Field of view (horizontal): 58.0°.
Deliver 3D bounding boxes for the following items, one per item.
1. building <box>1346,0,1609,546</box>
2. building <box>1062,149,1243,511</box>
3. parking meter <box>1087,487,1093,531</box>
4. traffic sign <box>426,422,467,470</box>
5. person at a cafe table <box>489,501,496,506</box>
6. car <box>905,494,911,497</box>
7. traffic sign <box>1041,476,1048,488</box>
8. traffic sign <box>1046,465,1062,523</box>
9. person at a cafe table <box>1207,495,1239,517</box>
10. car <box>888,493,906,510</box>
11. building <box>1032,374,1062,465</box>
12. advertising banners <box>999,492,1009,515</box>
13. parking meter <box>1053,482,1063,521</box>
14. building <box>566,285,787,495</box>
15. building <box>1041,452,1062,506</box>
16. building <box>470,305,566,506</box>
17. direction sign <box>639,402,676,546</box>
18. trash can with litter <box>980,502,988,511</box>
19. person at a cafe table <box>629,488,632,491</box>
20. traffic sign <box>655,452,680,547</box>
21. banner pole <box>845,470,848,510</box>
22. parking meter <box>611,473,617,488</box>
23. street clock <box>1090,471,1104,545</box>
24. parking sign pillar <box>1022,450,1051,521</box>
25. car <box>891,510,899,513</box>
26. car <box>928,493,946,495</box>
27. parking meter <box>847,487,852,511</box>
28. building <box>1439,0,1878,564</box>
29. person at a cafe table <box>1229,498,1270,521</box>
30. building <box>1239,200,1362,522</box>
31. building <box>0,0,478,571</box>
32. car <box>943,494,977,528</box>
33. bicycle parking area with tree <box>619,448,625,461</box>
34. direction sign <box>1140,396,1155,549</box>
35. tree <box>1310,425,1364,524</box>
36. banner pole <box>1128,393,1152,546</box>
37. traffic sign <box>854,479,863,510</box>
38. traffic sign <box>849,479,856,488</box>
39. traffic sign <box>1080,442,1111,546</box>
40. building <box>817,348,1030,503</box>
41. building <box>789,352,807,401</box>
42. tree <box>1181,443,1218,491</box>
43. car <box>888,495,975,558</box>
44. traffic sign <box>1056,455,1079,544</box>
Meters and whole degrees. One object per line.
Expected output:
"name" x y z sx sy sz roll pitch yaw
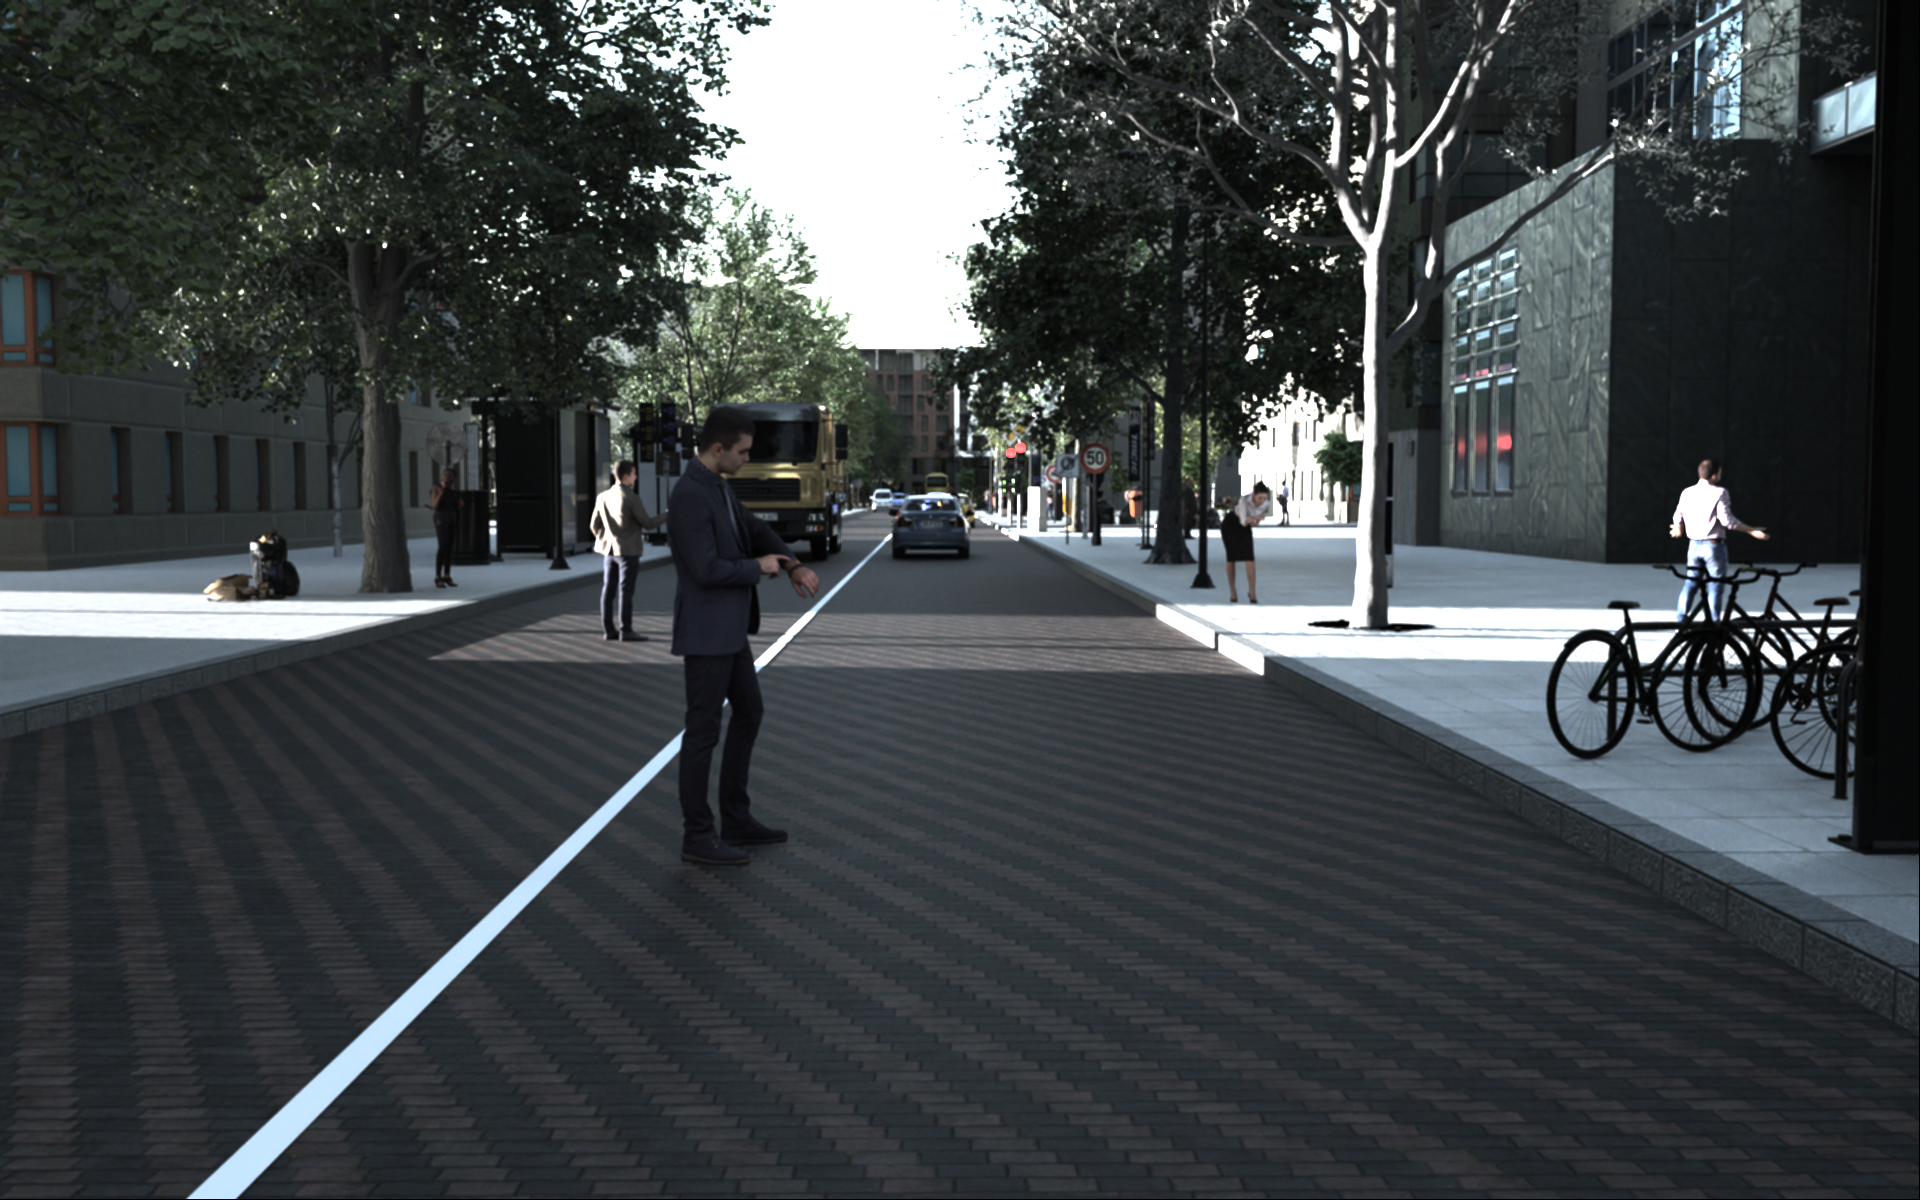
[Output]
"building" 18.102 -16.933 48.553 14.160 30.474 14.107 0 4 -1
"building" 15.156 -27.906 139.857 14.154 41.232 14.086 0 4 -1
"parking meter" 4.461 -3.101 59.111 0.372 1.533 0.369 0 3 0
"traffic sign" -9.099 -1.871 30.705 0.768 2.556 0.104 1 4 9
"person at a cafe table" -36.237 -7.490 133.326 1.698 1.238 1.726 3 5 43
"car" -5.918 -11.097 193.439 2.014 1.417 4.499 0 4 1
"traffic sign" 4.624 -5.778 96.594 0.606 2.300 0.079 0 4 3
"traffic sign" 4.144 -4.624 75.706 0.768 2.556 0.104 0 4 5
"person at a cafe table" 14.810 -5.322 97.883 1.726 1.238 1.698 -1 4 -16
"car" -5.636 -9.065 157.809 1.945 1.707 3.694 0 4 1
"building" 16.751 -21.629 210.057 16.016 20.091 11.380 0 4 -1
"advertising banners" 3.018 -6.697 105.681 0.090 3.025 2.074 -2 4 -33
"parking meter" 4.663 -4.689 82.371 0.399 1.863 0.255 -3 4 -38
"building" -25.206 -18.117 162.666 16.747 18.905 31.486 0 4 -1
"building" 13.829 -15.152 189.875 9.099 9.664 28.070 0 4 -1
"building" -45.586 -21.803 200.461 32.646 21.610 27.936 0 4 -1
"direction sign" -7.482 -3.114 42.916 0.876 3.537 0.379 0 4 -7
"trash can with litter" 1.913 -7.213 128.985 1.678 1.210 2.233 0 4 0
"person at a cafe table" -13.627 -3.943 72.985 1.622 1.524 1.698 0 4 -5
"traffic sign" -7.046 -2.427 41.812 0.606 2.300 0.079 0 4 3
"banner pole" -9.340 -9.356 142.980 0.401 3.779 0.863 -1 4 -18
"parking meter" -9.269 -2.490 46.420 0.399 1.863 0.255 1 4 9
"street clock" 3.418 -2.368 43.288 0.358 2.002 0.471 2 4 23
"parking sign pillar" 3.728 -5.860 84.278 1.447 3.967 1.447 0 4 1
"car" -1.102 -2.410 51.978 1.945 1.354 3.894 0 4 -1
"car" -1.333 -5.702 102.825 1.945 1.707 3.694 0 4 0
"parking meter" -8.528 -7.834 133.799 0.255 1.863 0.399 1 4 14
"building" 23.083 -43.526 24.328 22.319 86.520 31.000 0 4 -1
"person at a cafe table" 14.107 -4.567 83.182 1.698 1.524 1.622 -3 5 -42
"building" 31.854 -15.131 92.436 28.899 21.520 27.650 0 4 -1
"building" -29.830 -12.029 41.712 28.899 21.520 27.650 0 4 -1
"car" -0.261 -3.929 74.471 2.015 1.641 3.980 0 4 -2
"bicycle parking area with tree" -18.534 -7.367 107.454 8.231 4.147 9.016 1 4 22
"direction sign" 4.370 -2.947 40.177 0.379 3.537 0.876 -1 4 -10
"tree" 16.972 -5.619 75.591 4.285 4.588 4.351 0 3 0
"banner pole" 4.459 -3.262 43.347 0.401 3.779 0.863 -2 4 -33
"traffic sign" -8.401 -8.749 143.148 0.768 2.556 0.104 0 4 3
"traffic sign" -8.934 -8.933 146.052 0.884 2.594 0.081 0 4 0
"traffic sign" 3.330 -2.607 42.726 0.768 2.556 0.104 0 4 4
"building" -3.148 -25.006 252.820 32.646 21.610 27.936 0 4 -1
"building" -23.524 -21.479 207.599 11.380 20.091 16.016 0 4 -1
"tree" 14.726 -7.751 110.439 4.285 4.588 4.351 0 3 0
"car" -0.662 -1.711 39.974 2.014 1.417 4.499 0 4 -1
"traffic sign" 2.740 -2.569 44.137 0.606 2.300 0.079 0 4 2
